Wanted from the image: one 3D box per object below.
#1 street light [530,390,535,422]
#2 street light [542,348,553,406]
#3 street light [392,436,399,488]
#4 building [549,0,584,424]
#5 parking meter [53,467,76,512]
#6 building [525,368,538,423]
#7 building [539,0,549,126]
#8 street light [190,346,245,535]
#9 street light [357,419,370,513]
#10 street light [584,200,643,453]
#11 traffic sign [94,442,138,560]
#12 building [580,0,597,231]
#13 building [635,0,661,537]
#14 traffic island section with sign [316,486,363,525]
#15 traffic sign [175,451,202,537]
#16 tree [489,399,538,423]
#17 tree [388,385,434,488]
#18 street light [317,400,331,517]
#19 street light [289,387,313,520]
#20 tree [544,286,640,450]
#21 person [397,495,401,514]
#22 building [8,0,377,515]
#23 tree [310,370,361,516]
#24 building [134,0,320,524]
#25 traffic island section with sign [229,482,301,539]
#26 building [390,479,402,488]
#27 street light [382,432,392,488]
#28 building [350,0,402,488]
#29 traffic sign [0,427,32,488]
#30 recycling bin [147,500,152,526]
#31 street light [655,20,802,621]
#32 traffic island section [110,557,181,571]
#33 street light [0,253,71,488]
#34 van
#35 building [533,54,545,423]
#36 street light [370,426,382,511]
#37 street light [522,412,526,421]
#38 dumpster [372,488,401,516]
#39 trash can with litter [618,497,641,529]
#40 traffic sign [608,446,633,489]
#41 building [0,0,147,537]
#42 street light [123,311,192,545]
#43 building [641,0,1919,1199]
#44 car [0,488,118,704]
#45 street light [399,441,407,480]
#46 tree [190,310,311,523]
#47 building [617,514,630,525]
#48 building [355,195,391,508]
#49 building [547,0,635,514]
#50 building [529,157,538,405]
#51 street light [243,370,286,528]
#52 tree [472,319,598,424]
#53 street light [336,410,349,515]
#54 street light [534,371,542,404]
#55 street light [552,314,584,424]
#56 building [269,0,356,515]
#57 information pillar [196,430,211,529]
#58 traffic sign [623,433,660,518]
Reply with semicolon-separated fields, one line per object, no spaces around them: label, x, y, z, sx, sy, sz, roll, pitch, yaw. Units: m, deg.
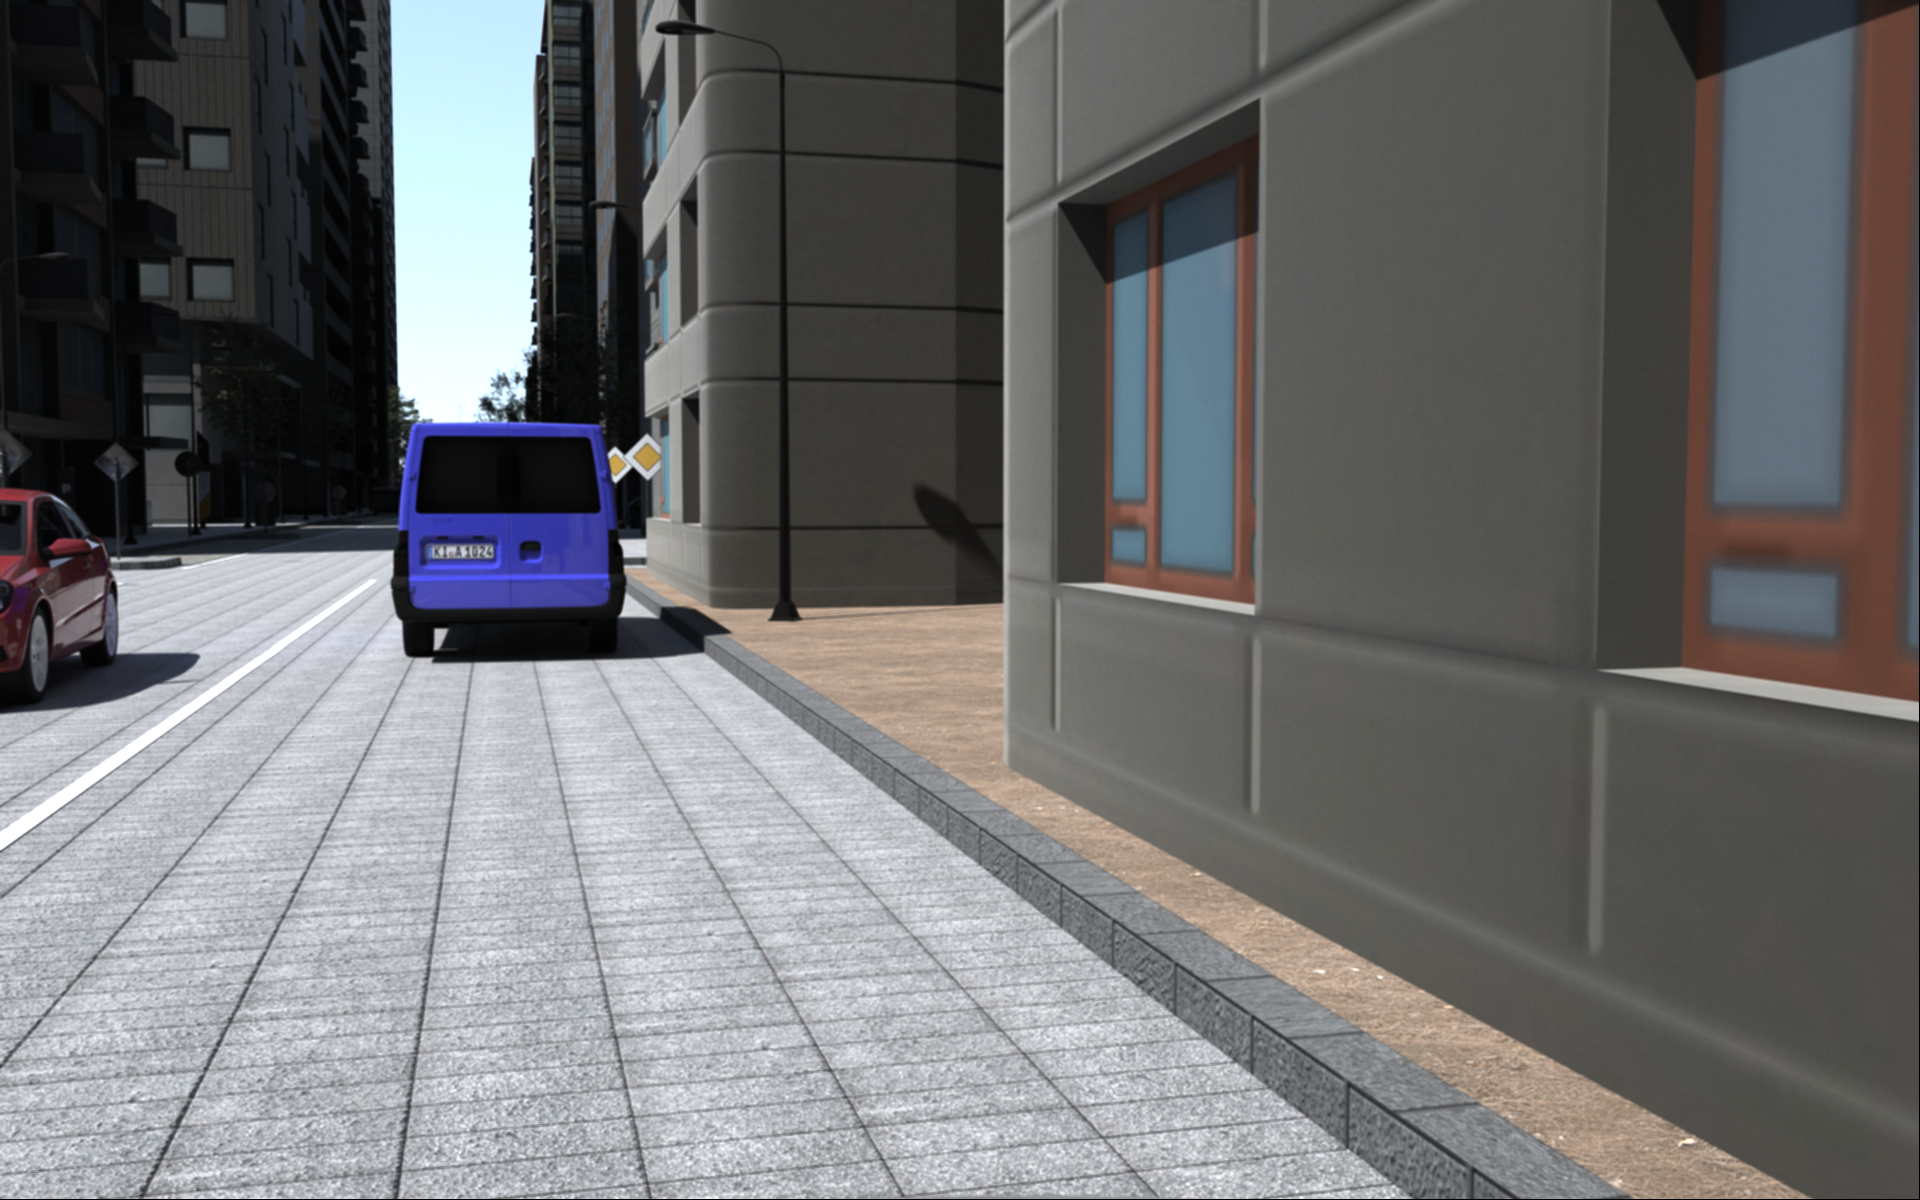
street light;-18.214;-6.383;76.904;1.470;5.913;1.316;-1;4;-15
street light;-12.447;-5.059;55.259;1.470;5.913;1.316;-1;4;-15
street light;-46.113;-10.188;139.118;1.470;5.913;1.316;-1;4;-15
building;-20.994;-26.665;119.574;14.154;41.232;14.086;-1;4;-15
parking meter;-19.532;-1.962;37.792;0.399;1.863;0.255;-3;4;-39
building;-49.017;-24.962;253.172;27.650;21.520;28.899;-1;4;-15
building;-26.117;-30.659;155.903;22.147;44.769;28.867;-1;4;-15
street light;-23.515;-5.010;54.454;1.470;5.913;1.316;-1;4;-15
street light;-37.722;-8.270;107.751;1.470;5.913;1.316;-1;4;-15
street light;-5.168;-3.373;27.697;1.470;5.913;1.316;-1;4;-15
traffic sign;-16.416;-1.841;33.739;0.795;2.450;0.064;-1;4;-15
building;-15.646;-20.341;104.284;14.160;30.474;14.107;-1;4;-15
building;1.336;-26.129;50.913;21.600;48.544;21.300;-1;4;-15
traffic island section with sign;-29.198;-4.460;81.552;1.989;1.847;2.006;-1;4;-15
traffic sign;-22.900;-3.139;51.425;0.768;2.556;0.104;-1;4;-9
tree;-47.223;-16.104;189.060;9.928;11.665;9.643;0;3;0
tree;-59.112;-16.011;179.902;7.486;12.596;7.792;0;3;0
street light;-31.819;-6.916;85.626;1.470;5.913;1.316;-1;4;-15
street light;-28.968;-6.282;75.257;1.470;5.913;1.316;-1;4;-15
tree;-13.080;-6.857;62.476;4.737;8.622;4.395;0;3;0
person;-29.716;-5.109;92.526;0.515;1.767;0.782;2;4;31
building;-59.039;-29.564;137.989;22.147;44.769;28.867;-1;4;-15
tree;-37.648;-9.299;102.405;4.737;8.622;4.395;0;3;0
building;-45.986;-30.080;81.047;28.713;52.752;27.495;-1;4;-15
traffic island section with sign;-22.246;-2.867;55.506;1.989;1.847;2.006;-1;4;-15
building;-80.098;-30.712;194.022;32.217;40.220;23.993;-1;4;-15
street light;-43.284;-9.554;128.744;1.470;5.913;1.316;-1;4;-15
building;-85.595;-48.793;236.013;20.563;71.187;20.611;-1;4;-15
traffic sign;-14.358;-1.369;26.023;0.795;2.450;0.064;-1;4;-15
recycling bin;-32.730;-3.452;68.989;0.722;1.027;0.722;1;4;17
street light;-2.300;-2.737;17.287;1.470;5.913;1.316;-1;4;-15
traffic island section;-16.437;-0.704;33.795;2.009;0.180;2.903;-1;4;-15
street light;-17.823;-3.722;33.392;1.470;5.913;1.316;-1;4;-15
van;-4.434;-0.778;17.107;2.240;2.365;5.245;-1;4;-14
building;-35.737;-32.147;175.706;14.600;45.320;14.200;-1;4;-15
street light;-40.505;-8.918;118.356;1.470;5.913;1.316;-1;4;-15
street light;-23.801;-7.653;97.672;1.470;5.913;1.316;-1;4;-15
dumpster;-37.656;-6.455;113.757;1.865;1.857;1.264;-1;4;-16
trash can with litter;-12.166;-3.204;63.778;1.055;1.170;0.624;-1;4;-19
traffic sign;-7.188;-1.989;36.171;0.795;2.450;0.064;-1;4;-15
building;-33.176;-23.791;43.605;22.147;44.769;28.867;-1;4;-15
street light;-20.602;-4.375;44.077;1.470;5.913;1.316;-1;4;-15
building;12.044;-10.505;16.790;27.650;21.520;28.899;-1;4;-15
car;-7.551;-0.235;12.890;2.155;1.783;4.494;-1;4;-17
street light;-49.162;-10.891;150.601;1.470;5.913;1.316;-1;4;-15
tree;-28.554;-7.267;69.180;4.737;8.622;4.395;0;3;0
building;-9.169;-26.205;78.565;14.600;45.320;14.200;-1;4;-15
building;-60.736;-23.759;160.168;14.160;30.474;14.107;-1;4;-15
building;-24.411;-29.602;134.097;14.600;45.320;14.200;-1;4;-15
building;-44.023;-34.822;223.956;22.147;44.769;28.867;-1;4;-15
street light;-26.170;-5.647;64.875;1.470;5.913;1.316;-1;4;-15
tree;-21.612;-9.621;91.712;8.767;10.594;7.601;-1;4;-14
street light;-34.650;-7.551;96.000;1.470;5.913;1.316;-1;4;-15
street light;-15.235;-5.696;65.678;1.470;5.913;1.316;-1;4;-15
street light;-9.689;-4.423;44.865;1.470;5.913;1.316;-1;4;-15
building;-51.916;-29.915;112.811;21.300;48.544;21.600;-1;4;-15
information pillar;-27.829;-4.425;63.707;0.504;3.616;0.183;1;4;17
traffic sign;-5.130;-1.518;28.454;0.795;2.450;0.064;-1;4;-15
